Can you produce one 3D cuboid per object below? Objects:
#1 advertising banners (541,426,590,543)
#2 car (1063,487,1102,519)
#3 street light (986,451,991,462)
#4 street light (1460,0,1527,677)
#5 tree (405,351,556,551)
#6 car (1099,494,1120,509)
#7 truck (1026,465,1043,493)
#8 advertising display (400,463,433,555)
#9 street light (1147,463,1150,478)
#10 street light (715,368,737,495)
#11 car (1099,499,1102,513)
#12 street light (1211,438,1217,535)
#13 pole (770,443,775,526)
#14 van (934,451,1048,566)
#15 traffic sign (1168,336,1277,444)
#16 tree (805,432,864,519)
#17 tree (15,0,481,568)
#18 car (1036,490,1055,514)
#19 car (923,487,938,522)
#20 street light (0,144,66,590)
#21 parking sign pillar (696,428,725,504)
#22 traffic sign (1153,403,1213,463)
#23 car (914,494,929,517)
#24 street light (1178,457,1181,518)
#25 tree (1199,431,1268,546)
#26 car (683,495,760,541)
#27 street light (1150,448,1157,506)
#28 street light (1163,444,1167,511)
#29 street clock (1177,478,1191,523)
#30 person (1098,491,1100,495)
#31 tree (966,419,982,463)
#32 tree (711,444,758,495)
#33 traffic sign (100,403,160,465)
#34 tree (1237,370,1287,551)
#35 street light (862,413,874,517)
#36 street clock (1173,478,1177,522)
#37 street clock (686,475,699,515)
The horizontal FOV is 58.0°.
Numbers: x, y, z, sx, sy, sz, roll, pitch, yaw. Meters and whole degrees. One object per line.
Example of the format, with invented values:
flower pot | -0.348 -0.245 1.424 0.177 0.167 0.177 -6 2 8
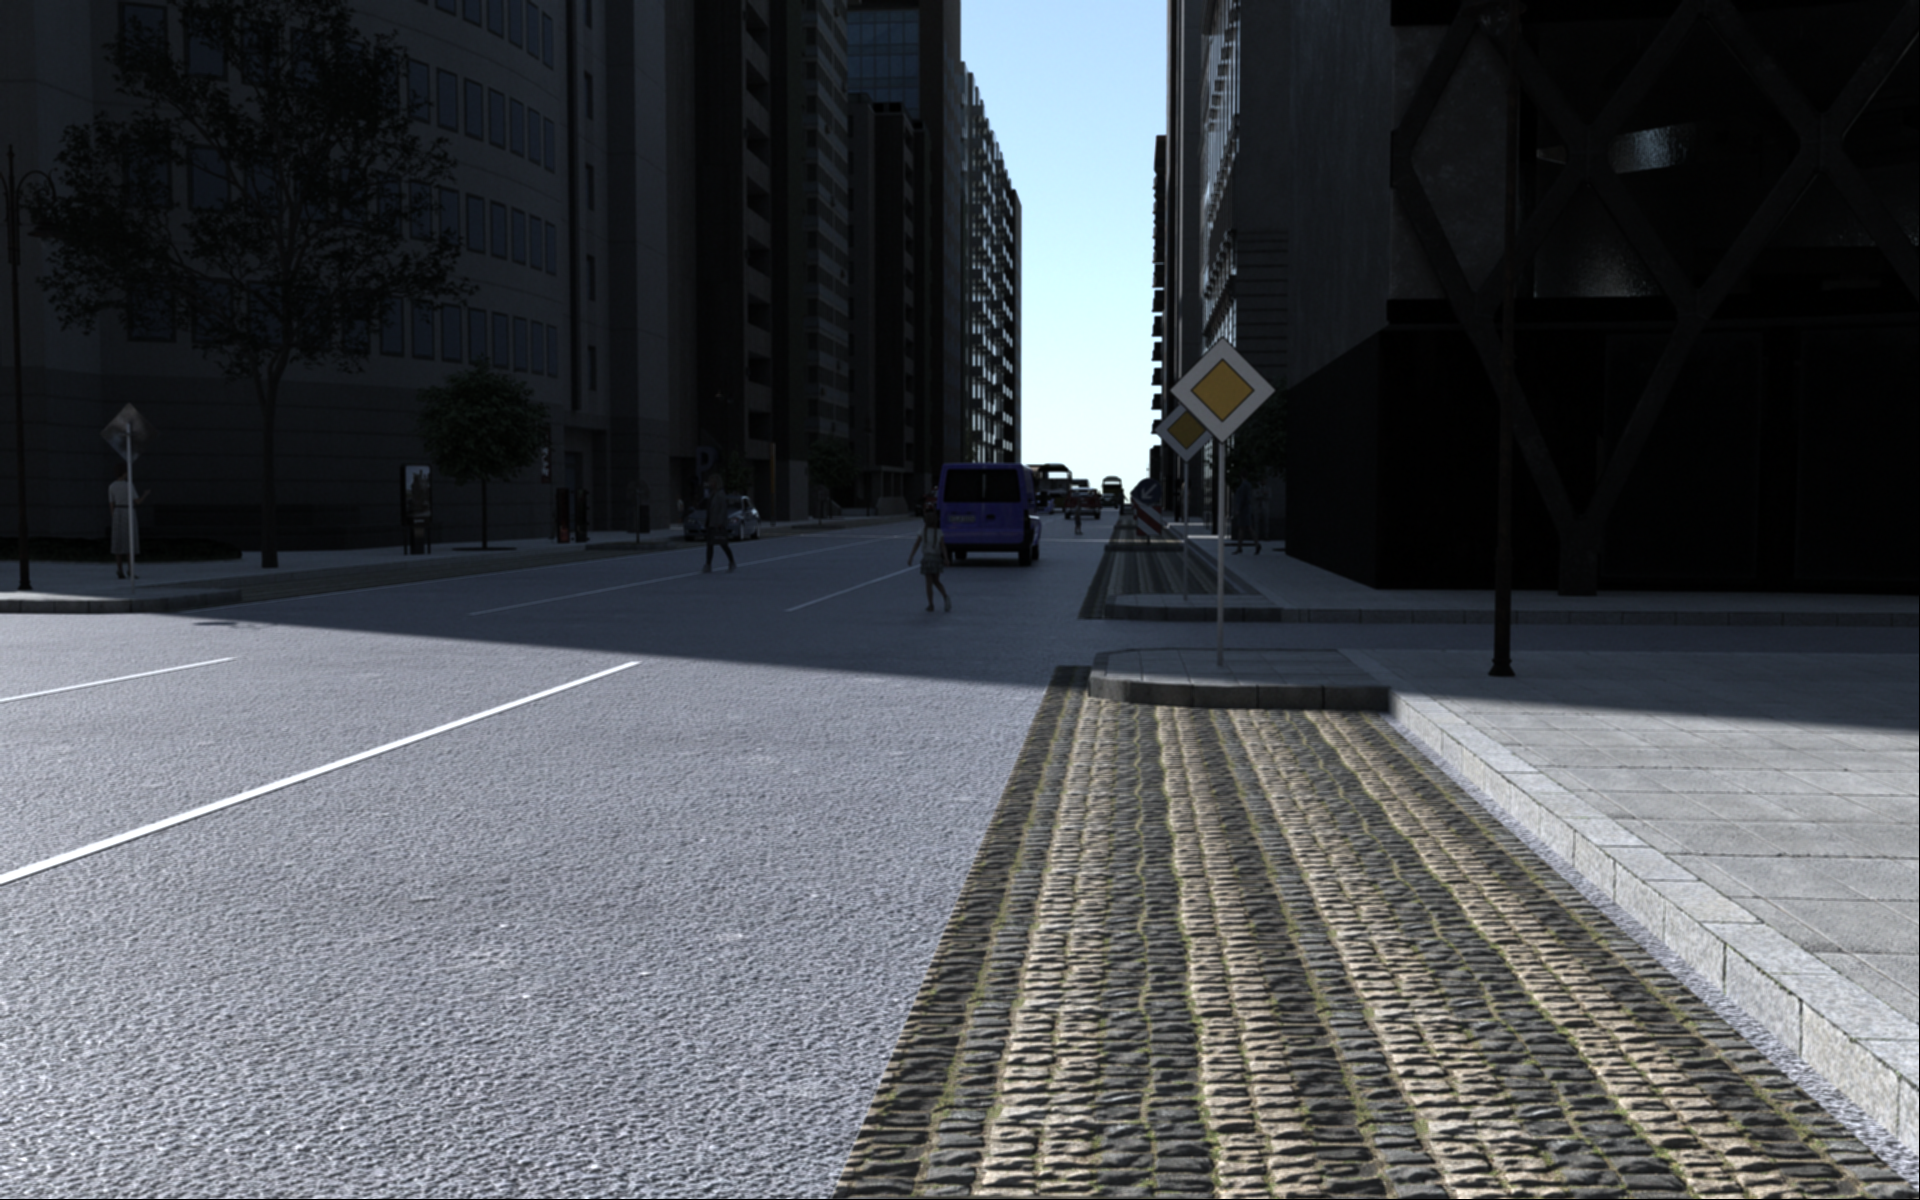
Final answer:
advertising banners | -10.344 -2.997 45.188 0.090 3.025 2.074 2 4 24
car | 7.102 -5.613 100.438 2.281 1.827 5.304 0 4 4
street light | 2.950 -12.784 181.813 0.468 5.910 1.993 0 4 6
street light | 3.831 -2.403 12.070 0.468 5.910 1.993 0 4 6
tree | -11.042 -3.429 39.774 4.285 4.588 4.351 0 3 0
car | 14.374 -9.531 167.637 2.131 1.459 4.920 0 4 7
truck | 6.954 -10.892 166.994 2.839 4.237 11.283 0 4 6
advertising display | -11.532 -1.929 36.756 0.123 1.923 0.974 1 4 17
street light | 23.630 -14.755 214.032 0.468 5.910 1.993 0 4 6
street light | -8.570 -5.553 63.574 0.468 5.910 1.993 0 4 6
car | 8.679 -6.626 117.919 1.945 1.707 3.694 0 4 7
street light | 8.028 -5.002 54.574 0.468 5.910 1.993 0 4 6
pole | -7.463 -4.600 69.060 0.158 3.312 0.155 0 3 0
van | 0.655 -1.954 36.332 2.240 2.365 5.245 0 4 5
traffic sign | 1.961 -0.653 12.860 0.795 2.593 0.064 0 4 6
tree | -6.749 -6.468 89.467 4.285 4.588 4.351 0 3 0
tree | -12.066 -5.814 29.469 8.767 10.594 7.601 0 4 5
car | 5.767 -6.922 122.763 1.945 1.707 3.694 0 4 6
car | -0.745 -5.008 90.556 2.281 1.827 5.304 0 4 4
street light | -12.542 -3.074 23.056 0.468 5.910 1.993 0 4 6
parking sign pillar | -10.148 -5.009 70.367 1.447 3.967 1.447 3 5 41
traffic sign | 2.735 -1.139 20.807 0.795 2.593 0.064 0 4 6
car | -1.843 -6.138 110.140 2.009 1.686 4.222 0 4 5
street light | 11.995 -7.445 94.509 0.468 5.910 1.993 0 4 6
tree | 7.043 -2.954 42.895 1.663 3.219 1.824 0 3 0
car | -7.319 -2.547 53.653 2.014 1.417 4.499 0 4 4
street light | 19.317 -12.125 171.027 0.468 5.910 1.993 0 4 6
street light | 15.572 -9.681 131.070 0.468 5.910 1.993 0 4 6
street clock | 10.190 -4.495 78.058 0.358 2.002 0.471 -2 4 -27
person | 17.972 -13.187 224.071 0.705 1.831 1.348 0 4 -1
tree | 0.242 -13.360 168.796 4.737 8.622 4.395 0 3 0
tree | -8.535 -4.374 66.124 1.663 3.219 1.824 0 3 0
traffic sign | -10.594 -1.219 22.122 0.795 2.593 0.064 0 4 6
tree | 7.905 -3.393 39.188 4.285 4.588 4.351 0 3 0
street light | -5.253 -7.701 98.699 0.468 5.910 1.993 0 4 6
street clock | 9.994 -4.601 79.789 0.358 2.002 0.471 0 4 4
street clock | -9.973 -3.668 64.543 0.358 2.002 0.471 3 4 38
